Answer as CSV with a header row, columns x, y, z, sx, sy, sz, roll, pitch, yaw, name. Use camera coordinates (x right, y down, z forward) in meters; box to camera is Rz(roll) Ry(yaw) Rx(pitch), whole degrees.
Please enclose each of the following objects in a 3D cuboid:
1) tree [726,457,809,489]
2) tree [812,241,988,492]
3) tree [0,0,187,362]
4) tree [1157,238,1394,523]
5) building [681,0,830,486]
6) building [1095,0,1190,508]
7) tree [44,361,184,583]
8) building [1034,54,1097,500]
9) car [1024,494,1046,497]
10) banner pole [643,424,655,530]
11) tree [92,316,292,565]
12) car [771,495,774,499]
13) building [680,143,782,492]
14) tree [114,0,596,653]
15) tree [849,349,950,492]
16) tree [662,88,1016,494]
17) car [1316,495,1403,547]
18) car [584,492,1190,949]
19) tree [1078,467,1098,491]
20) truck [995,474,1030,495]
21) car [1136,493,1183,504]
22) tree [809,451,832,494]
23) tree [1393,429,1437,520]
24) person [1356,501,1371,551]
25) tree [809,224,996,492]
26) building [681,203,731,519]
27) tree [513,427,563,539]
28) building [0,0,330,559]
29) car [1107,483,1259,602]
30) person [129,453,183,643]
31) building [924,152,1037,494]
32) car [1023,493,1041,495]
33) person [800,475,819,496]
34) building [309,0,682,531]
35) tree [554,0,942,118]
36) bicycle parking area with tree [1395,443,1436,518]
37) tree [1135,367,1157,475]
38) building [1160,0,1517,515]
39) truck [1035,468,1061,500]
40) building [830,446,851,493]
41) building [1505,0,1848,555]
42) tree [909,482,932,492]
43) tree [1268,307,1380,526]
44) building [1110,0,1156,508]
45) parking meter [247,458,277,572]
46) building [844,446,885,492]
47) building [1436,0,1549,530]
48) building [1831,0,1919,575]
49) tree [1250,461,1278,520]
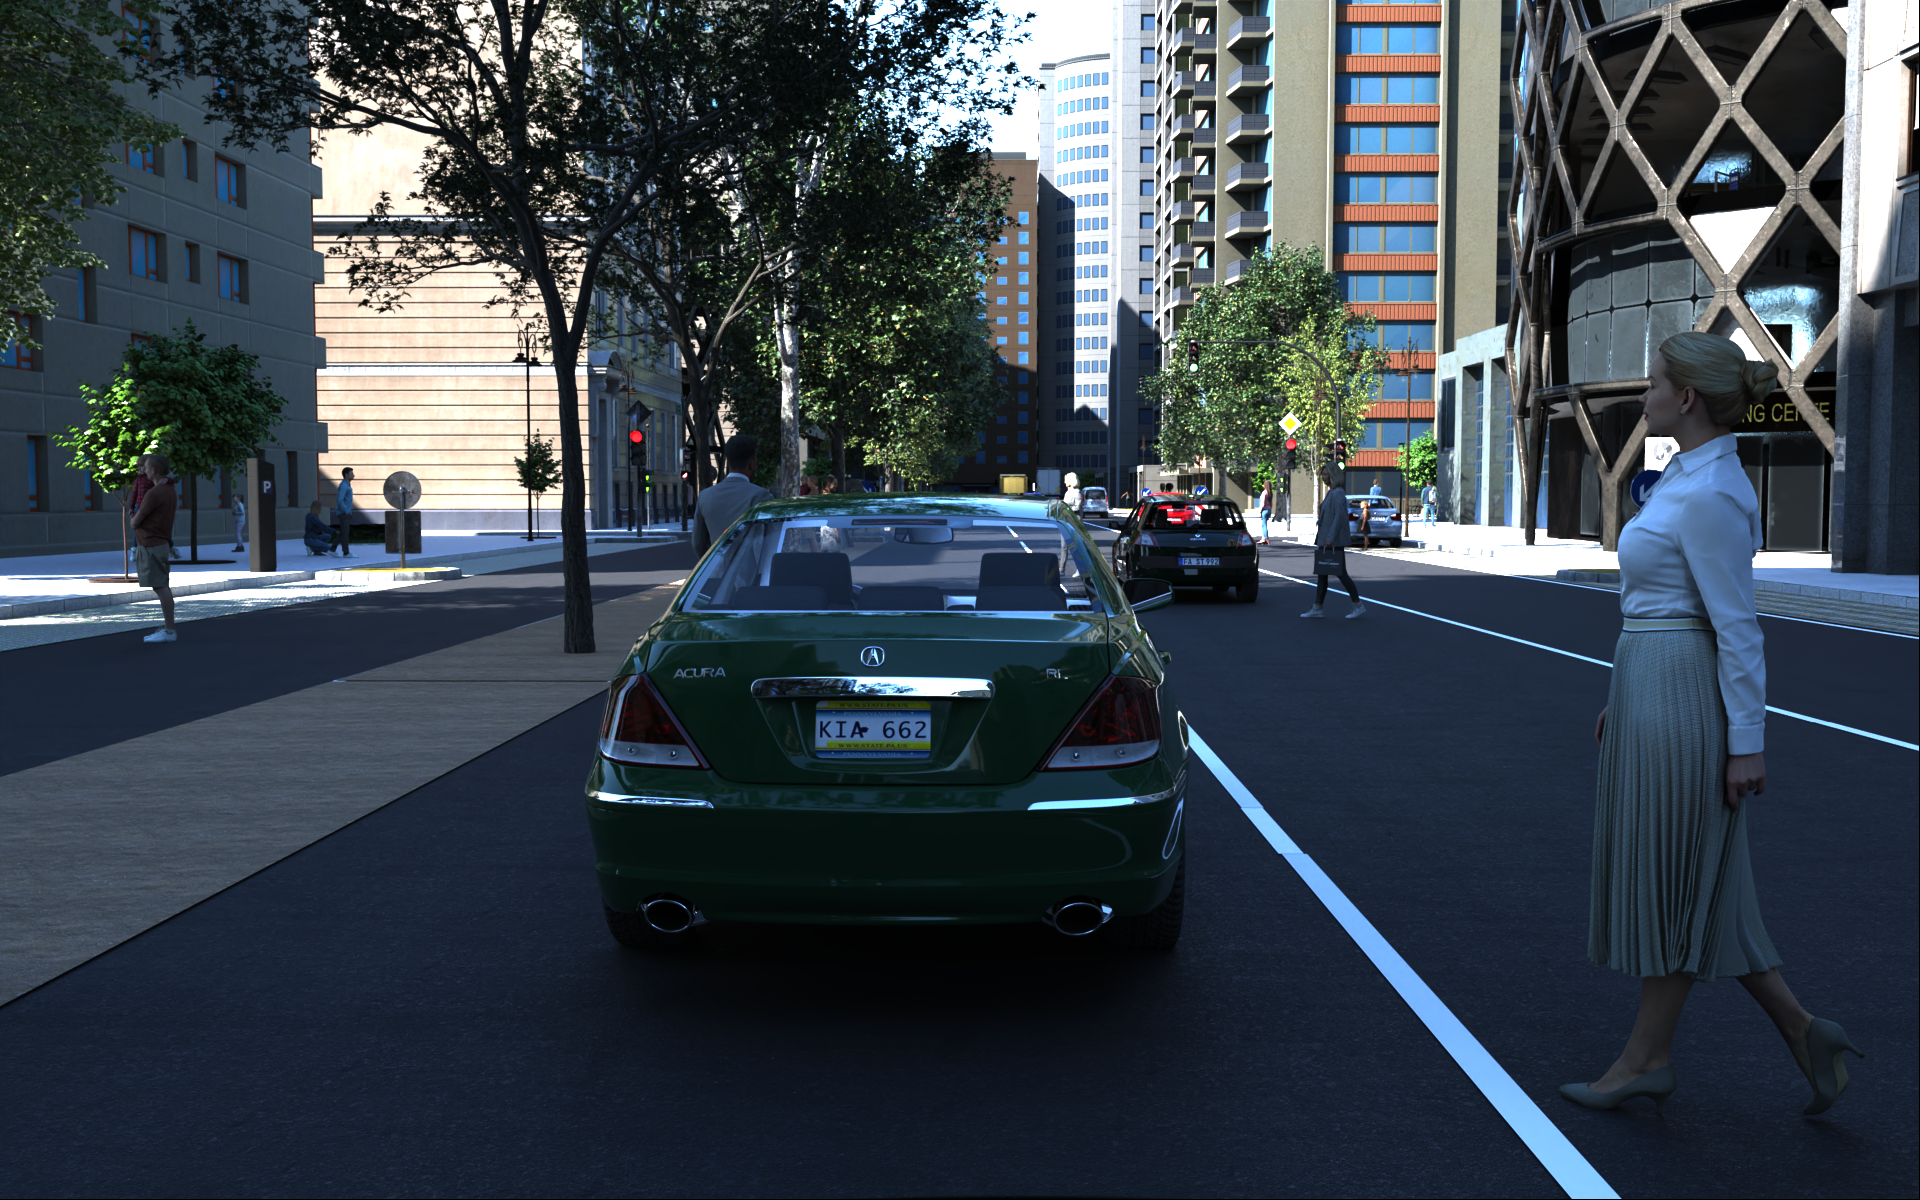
x,y,z,sx,sy,sz,roll,pitch,yaw,name
-12.039,-7.189,101.253,4.285,4.588,4.351,0,3,0,tree
-2.824,-8.931,66.605,7.486,12.596,7.792,0,3,0,tree
-12.343,-6.183,19.224,7.486,12.596,7.792,0,3,0,tree
14.502,-9.827,77.683,9.611,12.733,9.660,0,3,0,tree
-22.522,-31.897,145.209,21.300,48.544,21.600,0,4,1,building
26.463,-46.447,197.655,20.563,71.187,20.611,0,4,1,building
-12.077,-1.870,25.181,1.663,3.219,1.824,0,3,0,tree
24.291,-42.010,228.858,28.212,58.520,21.231,0,4,1,building
3.717,-4.788,88.063,2.009,1.686,4.222,0,4,1,car
-11.150,-4.410,62.126,0.401,3.779,0.863,0,4,-3,banner pole
-14.161,-2.951,31.955,4.285,4.588,4.351,0,3,0,tree
-9.174,-4.174,77.844,1.945,1.707,3.694,0,4,2,car
-18.670,-19.468,115.565,12.463,27.353,25.104,0,4,1,building
-3.396,-4.816,15.618,8.767,10.594,7.601,0,4,1,tree
-2.694,-6.587,60.524,4.737,8.622,4.395,0,3,0,tree
-3.280,-7.765,46.423,9.611,12.733,9.660,0,3,0,tree
10.978,-2.183,47.699,2.014,1.417,4.499,0,4,2,car
-0.159,0.299,6.904,2.131,1.459,4.920,0,4,2,car
15.870,-13.985,212.364,4.285,4.588,4.351,0,3,0,tree
5.125,-10.506,167.689,3.469,3.379,9.791,0,4,1,truck
7.756,-3.441,65.303,2.155,1.783,4.494,0,4,0,car
-10.680,-9.146,133.251,4.285,4.588,4.351,0,3,0,tree
23.406,-6.306,86.819,4.285,4.588,4.351,0,3,0,tree
10.182,-1.867,43.698,0.373,1.253,0.362,1,4,17,person
-2.937,-10.166,75.319,9.857,13.997,8.962,0,3,0,tree
-20.495,-13.571,89.343,16.820,18.784,16.811,0,4,1,building
-12.119,-3.402,50.232,1.663,3.219,1.824,0,3,0,tree
-33.477,-11.779,37.622,28.899,21.520,27.650,0,4,1,building
3.114,-0.894,24.405,2.009,1.686,4.222,0,4,1,car
-7.829,-0.513,16.863,0.580,1.828,0.573,2,4,30,person
2.684,-35.215,225.879,14.200,45.320,14.600,0,4,1,building
4.319,-5.723,103.166,1.945,1.707,3.694,0,4,1,car
-3.088,-1.648,35.420,0.580,1.828,0.573,2,4,31,person
-19.061,-17.361,69.753,13.634,28.700,20.117,0,4,1,building
-4.573,-10.788,34.735,12.611,20.169,13.585,0,3,0,tree
26.308,-6.624,95.298,9.016,4.147,8.231,-1,4,-17,bicycle parking area with tree
14.047,-10.699,91.942,9.611,12.733,9.660,0,3,0,tree
26.192,-28.432,119.485,22.147,44.769,28.867,0,4,1,building
9.619,-12.196,188.309,2.839,4.237,11.283,0,4,3,truck
-23.363,-33.736,171.184,23.786,49.044,30.456,0,4,1,building
22.271,-10.663,41.791,16.820,18.784,16.811,0,4,1,building
-2.195,-10.745,128.494,4.360,8.622,3.978,0,3,0,tree
14.473,-7.260,69.056,4.737,8.622,4.395,0,3,0,tree
25.510,-38.635,173.685,21.231,58.520,28.212,0,4,1,building
-11.478,-1.394,28.497,0.255,1.863,0.399,1,4,22,parking meter
-20.454,-35.203,230.198,28.867,44.769,22.147,0,4,1,building
36.149,-46.194,67.936,31.000,86.520,22.319,0,4,1,building
20.178,-12.211,17.671,12.078,24.808,19.932,0,4,1,building
14.763,-5.492,84.403,1.663,3.219,1.824,0,3,0,tree
